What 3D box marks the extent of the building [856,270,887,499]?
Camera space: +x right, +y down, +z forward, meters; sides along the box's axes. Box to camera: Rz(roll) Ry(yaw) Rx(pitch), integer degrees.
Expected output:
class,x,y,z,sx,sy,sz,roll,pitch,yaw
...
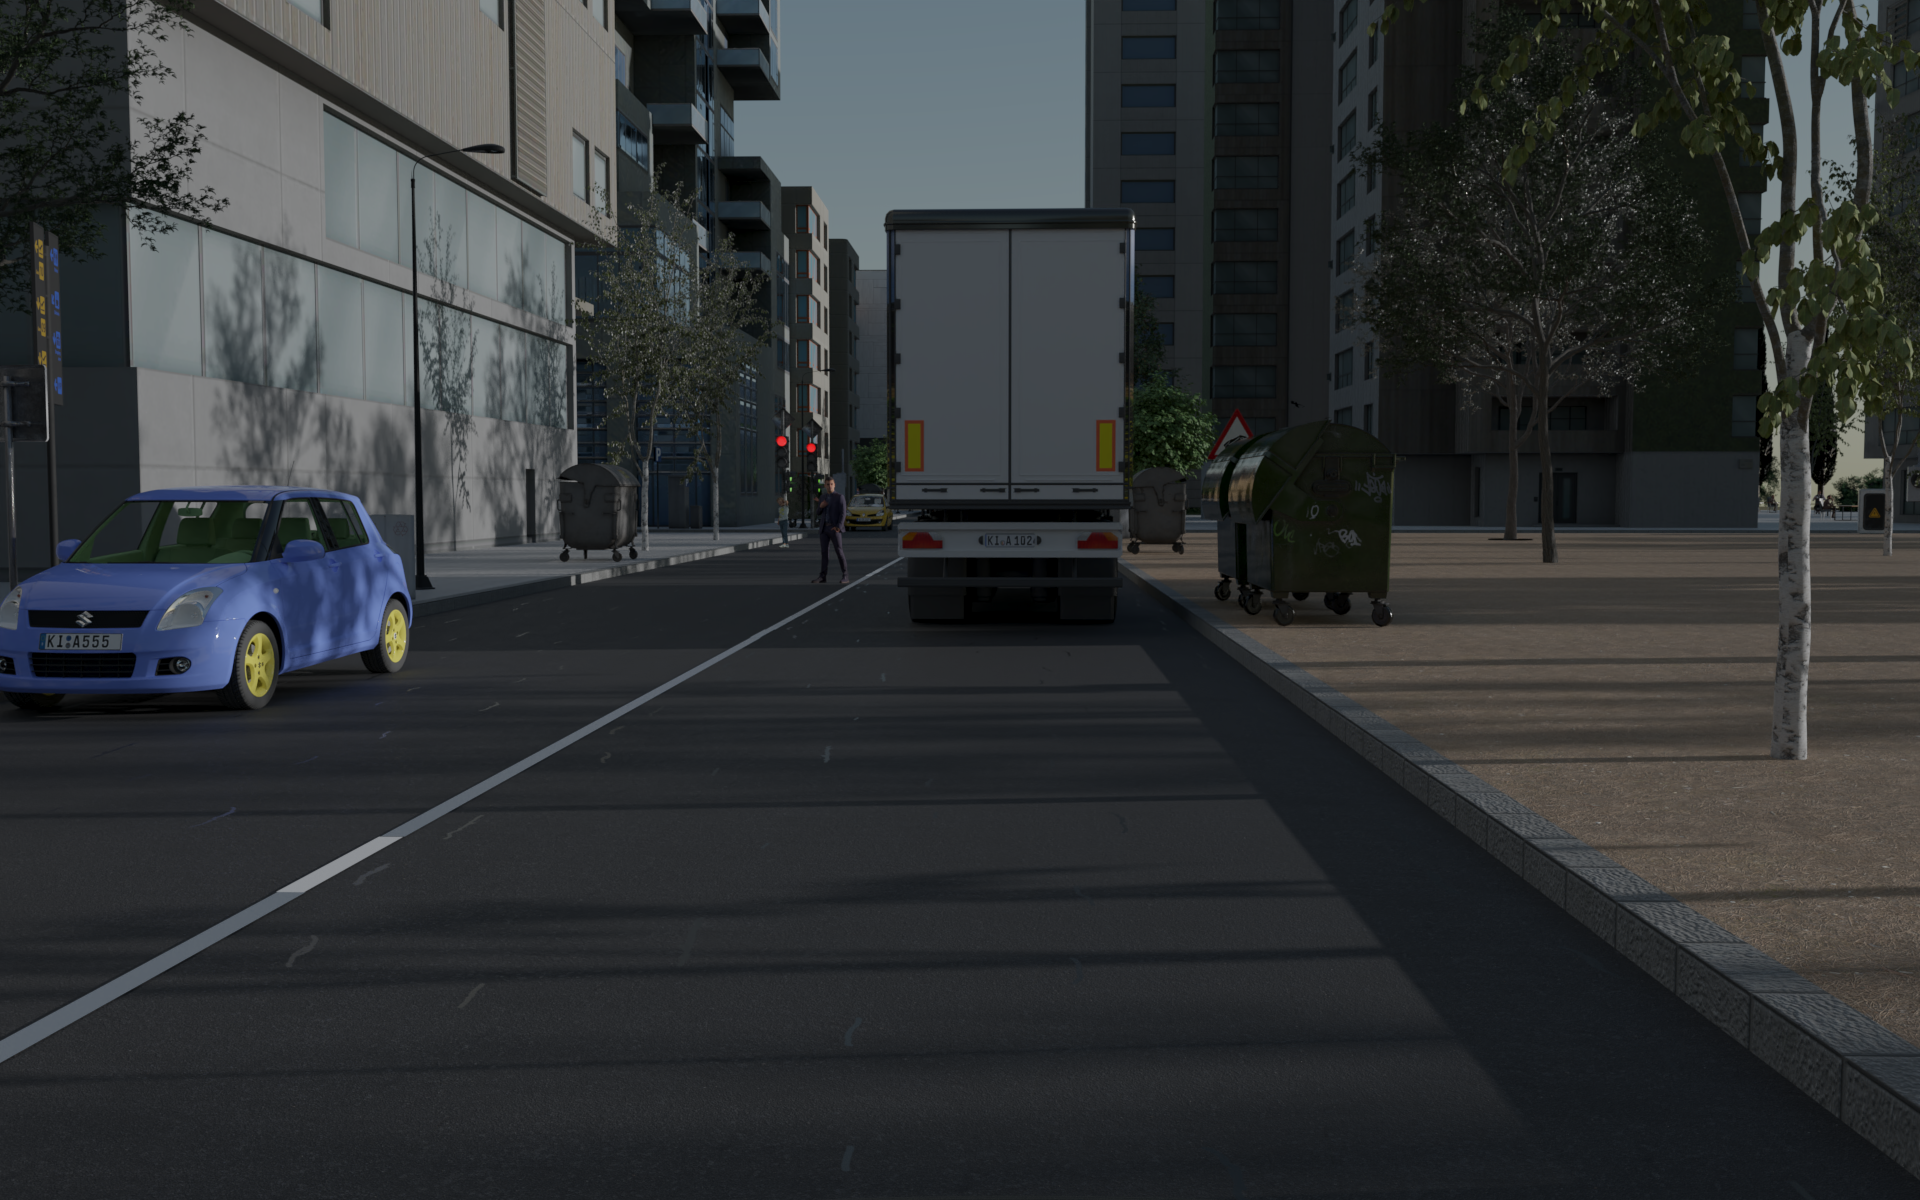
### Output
class,x,y,z,sx,sy,sz,roll,pitch,yaw
building,-20.227,-19.094,156.164,27.936,21.610,32.646,0,4,2

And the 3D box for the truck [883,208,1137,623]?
class,x,y,z,sx,sy,sz,roll,pitch,yaw
truck,0.745,-2.062,22.630,2.839,4.237,11.283,0,4,3

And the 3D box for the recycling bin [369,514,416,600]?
class,x,y,z,sx,sy,sz,roll,pitch,yaw
recycling bin,-7.103,-0.525,21.144,0.722,1.027,0.722,-2,4,-32

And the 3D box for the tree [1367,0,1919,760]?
class,x,y,z,sx,sy,sz,roll,pitch,yaw
tree,3.798,-3.535,8.157,4.737,8.622,4.395,0,3,0

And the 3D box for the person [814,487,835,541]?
class,x,y,z,sx,sy,sz,roll,pitch,yaw
person,-4.078,-2.712,53.378,0.750,1.759,0.617,-2,4,-30

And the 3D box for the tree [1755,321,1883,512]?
class,x,y,z,sx,sy,sz,roll,pitch,yaw
tree,59.685,-13.817,127.723,18.604,14.587,13.155,0,4,-1

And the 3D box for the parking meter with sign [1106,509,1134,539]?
class,x,y,z,sx,sy,sz,roll,pitch,yaw
parking meter with sign,4.611,-3.282,49.918,0.543,3.016,1.738,2,4,32

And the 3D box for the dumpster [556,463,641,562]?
class,x,y,z,sx,sy,sz,roll,pitch,yaw
dumpster,-6.944,-1.683,33.272,1.264,1.857,1.865,0,4,2

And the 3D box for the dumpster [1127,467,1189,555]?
class,x,y,z,sx,sy,sz,roll,pitch,yaw
dumpster,4.253,-1.933,37.366,1.264,1.857,1.865,0,4,2

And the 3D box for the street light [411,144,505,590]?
class,x,y,z,sx,sy,sz,roll,pitch,yaw
street light,-6.728,-3.094,23.135,1.470,5.913,1.316,0,4,2

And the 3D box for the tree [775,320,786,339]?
class,x,y,z,sx,sy,sz,roll,pitch,yaw
tree,-7.048,-5.979,48.112,4.360,8.622,3.978,0,3,0

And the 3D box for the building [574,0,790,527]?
class,x,y,z,sx,sy,sz,roll,pitch,yaw
building,-19.266,-46.939,80.126,22.319,86.520,31.000,0,4,2

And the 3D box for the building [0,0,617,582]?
class,x,y,z,sx,sy,sz,roll,pitch,yaw
building,-23.641,-27.436,37.811,27.495,52.752,28.713,0,4,2

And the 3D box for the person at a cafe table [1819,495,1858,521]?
class,x,y,z,sx,sy,sz,roll,pitch,yaw
person at a cafe table,42.762,-4.489,84.251,1.698,1.238,1.726,-3,5,-44

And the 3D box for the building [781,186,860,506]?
class,x,y,z,sx,sy,sz,roll,pitch,yaw
building,-21.628,-16.350,112.357,27.650,21.520,28.899,0,4,2

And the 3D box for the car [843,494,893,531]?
class,x,y,z,sx,sy,sz,roll,pitch,yaw
car,-3.600,-3.536,68.035,2.015,1.641,3.980,0,4,2

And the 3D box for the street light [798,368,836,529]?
class,x,y,z,sx,sy,sz,roll,pitch,yaw
street light,-5.294,-5.605,64.188,1.470,5.913,1.316,0,4,2

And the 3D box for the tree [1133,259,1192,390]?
class,x,y,z,sx,sy,sz,roll,pitch,yaw
tree,5.463,-9.678,75.245,9.611,12.733,9.660,0,3,0

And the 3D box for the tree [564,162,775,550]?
class,x,y,z,sx,sy,sz,roll,pitch,yaw
tree,-7.103,-5.449,39.452,4.360,8.622,3.978,0,3,0

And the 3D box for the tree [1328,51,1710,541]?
class,x,y,z,sx,sy,sz,roll,pitch,yaw
tree,15.423,-8.395,47.622,12.009,13.543,11.850,0,3,0

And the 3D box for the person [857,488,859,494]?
class,x,y,z,sx,sy,sz,roll,pitch,yaw
person,-8.393,-8.121,139.276,0.683,1.767,0.568,-2,4,-33

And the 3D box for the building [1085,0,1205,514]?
class,x,y,z,sx,sy,sz,roll,pitch,yaw
building,19.412,-35.555,123.331,21.231,58.520,28.212,0,4,2

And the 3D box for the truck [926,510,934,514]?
class,x,y,z,sx,sy,sz,roll,pitch,yaw
truck,-0.996,-7.767,122.922,3.469,3.379,9.791,0,4,3

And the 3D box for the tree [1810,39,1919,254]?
class,x,y,z,sx,sy,sz,roll,pitch,yaw
tree,14.458,-4.509,24.091,4.360,8.622,3.978,0,3,0

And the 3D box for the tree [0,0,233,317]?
class,x,y,z,sx,sy,sz,roll,pitch,yaw
tree,-12.486,-5.232,19.948,8.767,10.594,7.601,0,4,-2

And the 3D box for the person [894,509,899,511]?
class,x,y,z,sx,sy,sz,roll,pitch,yaw
person,-4.743,-7.468,128.272,0.598,1.807,0.434,1,4,11

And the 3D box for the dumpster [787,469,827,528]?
class,x,y,z,sx,sy,sz,roll,pitch,yaw
dumpster,-5.904,-3.891,66.119,1.502,2.255,1.985,0,4,2

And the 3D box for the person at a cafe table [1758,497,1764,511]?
class,x,y,z,sx,sy,sz,roll,pitch,yaw
person at a cafe table,52.737,-6.548,115.574,1.698,1.524,1.622,-1,4,-9

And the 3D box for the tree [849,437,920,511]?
class,x,y,z,sx,sy,sz,roll,pitch,yaw
tree,-4.766,-7.072,99.349,4.285,4.588,4.351,0,3,0

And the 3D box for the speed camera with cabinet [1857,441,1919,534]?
class,x,y,z,sx,sy,sz,roll,pitch,yaw
speed camera with cabinet,29.844,-3.727,55.280,2.038,3.252,0.660,2,4,25

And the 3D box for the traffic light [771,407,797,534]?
class,x,y,z,sx,sy,sz,roll,pitch,yaw
traffic light,-5.707,-4.104,56.022,0.839,4.253,0.868,0,4,2

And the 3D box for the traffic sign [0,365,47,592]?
class,x,y,z,sx,sy,sz,roll,pitch,yaw
traffic sign,-7.524,-0.710,13.739,0.606,2.300,0.079,0,4,4

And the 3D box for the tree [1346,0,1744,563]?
class,x,y,z,sx,sy,sz,roll,pitch,yaw
tree,10.728,-5.981,32.199,7.601,10.594,8.767,2,4,24

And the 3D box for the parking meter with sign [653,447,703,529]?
class,x,y,z,sx,sy,sz,roll,pitch,yaw
parking meter with sign,-10.389,-4.141,63.967,1.738,3.016,0.543,1,4,13

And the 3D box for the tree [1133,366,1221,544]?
class,x,y,z,sx,sy,sz,roll,pitch,yaw
tree,5.047,-3.729,44.681,4.285,4.588,4.351,0,3,0

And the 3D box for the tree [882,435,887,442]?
class,x,y,z,sx,sy,sz,roll,pitch,yaw
tree,-4.192,-11.566,139.458,4.737,8.622,4.395,0,3,0

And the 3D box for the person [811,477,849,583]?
class,x,y,z,sx,sy,sz,roll,pitch,yaw
person,-2.088,-1.131,27.915,0.541,1.710,0.530,3,5,40

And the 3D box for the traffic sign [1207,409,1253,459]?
class,x,y,z,sx,sy,sz,roll,pitch,yaw
traffic sign,4.224,-1.621,26.499,0.884,2.594,0.081,0,4,4

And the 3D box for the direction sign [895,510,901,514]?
class,x,y,z,sx,sy,sz,roll,pitch,yaw
direction sign,-4.083,-7.454,113.867,0.379,3.537,0.876,0,4,0

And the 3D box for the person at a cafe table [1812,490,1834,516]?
class,x,y,z,sx,sy,sz,roll,pitch,yaw
person at a cafe table,50.063,-5.657,101.011,1.698,1.524,1.622,2,4,28

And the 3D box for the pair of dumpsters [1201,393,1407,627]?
class,x,y,z,sx,sy,sz,roll,pitch,yaw
pair of dumpsters,3.618,-0.991,18.700,1.574,2.255,4.437,0,4,2

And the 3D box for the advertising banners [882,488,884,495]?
class,x,y,z,sx,sy,sz,roll,pitch,yaw
advertising banners,-4.692,-6.607,104.211,0.090,3.025,2.074,-1,4,-10

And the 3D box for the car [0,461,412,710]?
class,x,y,z,sx,sy,sz,roll,pitch,yaw
car,-5.423,-0.188,12.663,1.945,1.707,3.694,0,4,3

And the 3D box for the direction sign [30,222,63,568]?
class,x,y,z,sx,sy,sz,roll,pitch,yaw
direction sign,-7.828,-1.401,14.911,0.379,3.537,0.876,-1,4,-16

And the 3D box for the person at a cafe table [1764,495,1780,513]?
class,x,y,z,sx,sy,sz,roll,pitch,yaw
person at a cafe table,55.716,-6.559,118.103,1.698,1.238,1.726,0,4,-7

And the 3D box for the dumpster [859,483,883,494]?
class,x,y,z,sx,sy,sz,roll,pitch,yaw
dumpster,-4.912,-5.452,94.902,1.264,1.857,1.865,0,4,2

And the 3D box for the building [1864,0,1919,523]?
class,x,y,z,sx,sy,sz,roll,pitch,yaw
building,47.729,-23.672,70.640,14.086,41.232,14.154,0,4,2

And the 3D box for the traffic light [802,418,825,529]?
class,x,y,z,sx,sy,sz,roll,pitch,yaw
traffic light,-5.440,-4.592,64.002,0.839,4.253,0.868,0,4,2

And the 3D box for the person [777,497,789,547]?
class,x,y,z,sx,sy,sz,roll,pitch,yaw
person,-4.750,-2.091,46.592,0.435,1.345,0.340,2,4,29

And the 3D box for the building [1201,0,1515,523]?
class,x,y,z,sx,sy,sz,roll,pitch,yaw
building,19.542,-19.498,90.501,14.160,30.474,14.107,0,4,2

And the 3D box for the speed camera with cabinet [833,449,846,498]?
class,x,y,z,sx,sy,sz,roll,pitch,yaw
speed camera with cabinet,-5.378,-5.033,76.628,0.660,3.252,2.038,0,4,-5

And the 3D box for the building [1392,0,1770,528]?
class,x,y,z,sx,sy,sz,roll,pitch,yaw
building,23.570,-18.358,71.858,14.107,30.474,14.160,0,4,2
